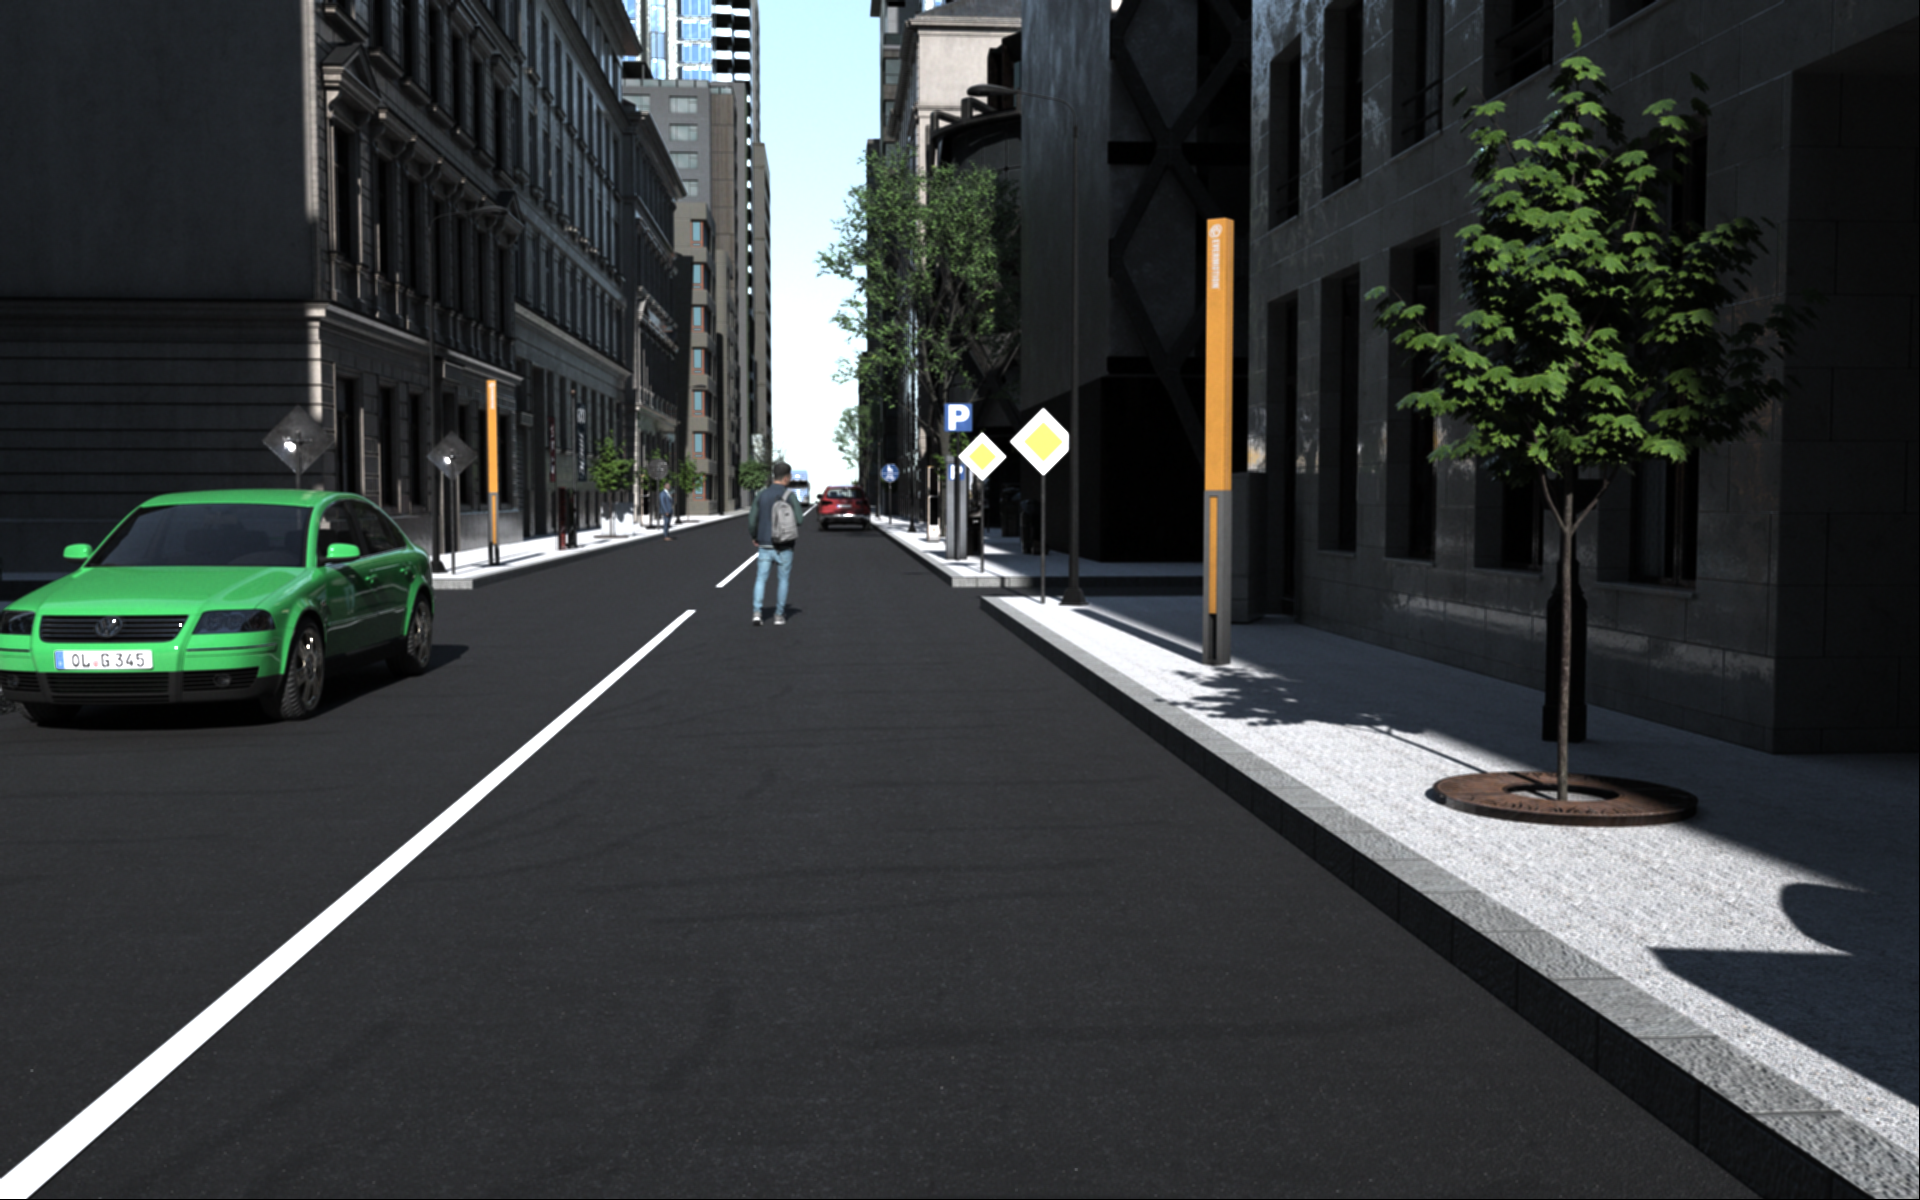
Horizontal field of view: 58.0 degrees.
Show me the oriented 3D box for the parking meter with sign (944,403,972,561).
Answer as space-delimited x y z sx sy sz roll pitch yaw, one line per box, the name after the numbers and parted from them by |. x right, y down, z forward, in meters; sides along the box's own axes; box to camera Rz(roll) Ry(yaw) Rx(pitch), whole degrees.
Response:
-0.054 -2.317 34.138 0.543 3.016 1.738 0 4 -1 | parking meter with sign

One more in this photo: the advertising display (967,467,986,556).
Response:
0.279 -1.886 36.047 0.123 1.923 0.974 1 4 19 | advertising display

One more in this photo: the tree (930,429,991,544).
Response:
-0.026 -3.034 44.209 1.663 3.219 1.824 0 3 0 | tree

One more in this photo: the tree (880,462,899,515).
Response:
-4.221 -6.745 104.884 1.663 3.219 1.824 0 3 0 | tree

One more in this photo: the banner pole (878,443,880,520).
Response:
-3.966 -5.795 84.768 0.401 3.779 0.863 0 4 -6 | banner pole

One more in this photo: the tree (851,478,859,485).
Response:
-12.416 -12.894 205.412 1.663 3.219 1.824 0 3 0 | tree

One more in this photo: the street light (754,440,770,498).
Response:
-17.194 -10.823 149.493 1.470 5.913 1.316 0 4 -4 | street light

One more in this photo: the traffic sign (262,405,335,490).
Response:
-7.456 -0.973 19.552 0.795 2.450 0.064 0 4 -4 | traffic sign

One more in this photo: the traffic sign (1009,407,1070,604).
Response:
0.965 -1.011 20.170 0.795 2.450 0.064 0 4 -4 | traffic sign

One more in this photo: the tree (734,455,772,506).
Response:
-17.444 -9.894 145.481 4.285 4.588 4.351 0 3 0 | tree

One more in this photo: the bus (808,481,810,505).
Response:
-20.371 -13.739 219.484 2.948 3.499 13.247 0 4 -4 | bus

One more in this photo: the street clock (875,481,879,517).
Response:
-4.538 -5.542 95.176 0.358 2.002 0.471 0 4 2 | street clock

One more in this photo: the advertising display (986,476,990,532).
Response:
0.531 -3.213 57.743 0.974 1.923 0.123 -1 4 -16 | advertising display

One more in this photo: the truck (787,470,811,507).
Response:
-18.641 -12.791 198.884 2.967 4.110 18.799 0 4 -5 | truck

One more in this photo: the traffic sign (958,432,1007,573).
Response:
0.360 -1.498 28.132 0.795 2.450 0.064 0 4 -4 | traffic sign

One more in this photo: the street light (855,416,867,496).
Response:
-5.338 -7.950 102.516 1.470 5.913 1.316 0 4 -4 | street light

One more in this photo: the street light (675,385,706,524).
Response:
-11.480 -6.191 73.759 1.470 5.913 1.316 0 4 -4 | street light

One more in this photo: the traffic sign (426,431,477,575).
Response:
-8.062 -1.460 27.514 0.795 2.450 0.064 0 4 -4 | traffic sign

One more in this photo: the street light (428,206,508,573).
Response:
-7.998 -3.397 28.085 1.470 5.913 1.316 0 4 -4 | street light

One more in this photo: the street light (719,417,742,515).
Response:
-13.826 -8.057 104.265 1.470 5.913 1.316 0 4 -4 | street light

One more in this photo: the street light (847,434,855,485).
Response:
-7.822 -9.903 134.458 1.470 5.913 1.316 0 4 -4 | street light

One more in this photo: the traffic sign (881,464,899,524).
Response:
-2.945 -4.463 73.073 0.768 2.556 0.104 0 4 4 | traffic sign

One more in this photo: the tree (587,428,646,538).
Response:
-10.238 -3.439 50.834 1.663 3.219 1.824 0 3 0 | tree

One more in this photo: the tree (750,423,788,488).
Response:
-19.781 -13.946 178.383 4.360 8.622 3.978 0 3 0 | tree

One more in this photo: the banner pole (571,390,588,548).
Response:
-9.205 -3.169 41.828 0.401 3.779 0.863 1 4 16 | banner pole

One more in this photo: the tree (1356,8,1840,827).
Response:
2.369 -0.760 7.034 1.663 3.219 1.824 0 3 0 | tree

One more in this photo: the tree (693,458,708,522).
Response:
-12.254 -5.150 78.802 1.663 3.219 1.824 0 3 0 | tree

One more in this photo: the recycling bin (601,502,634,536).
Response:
-10.411 -2.449 52.601 0.722 1.027 0.722 3 5 42 | recycling bin

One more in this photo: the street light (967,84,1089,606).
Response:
0.777 -2.893 19.848 1.470 5.913 1.316 0 4 -4 | street light

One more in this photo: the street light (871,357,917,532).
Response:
-2.145 -5.219 57.868 1.470 5.913 1.316 0 4 -4 | street light

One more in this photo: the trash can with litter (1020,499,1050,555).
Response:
1.669 -1.558 36.855 0.624 1.170 1.055 -1 4 -16 | trash can with litter

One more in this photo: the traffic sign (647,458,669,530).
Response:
-10.754 -3.765 61.667 0.768 2.556 0.104 0 4 -1 | traffic sign

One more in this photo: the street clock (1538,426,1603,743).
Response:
3.153 -0.270 8.978 0.358 2.002 0.471 2 4 30 | street clock

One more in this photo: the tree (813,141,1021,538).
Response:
-0.505 -7.689 51.476 9.928 11.665 9.643 0 3 0 | tree
